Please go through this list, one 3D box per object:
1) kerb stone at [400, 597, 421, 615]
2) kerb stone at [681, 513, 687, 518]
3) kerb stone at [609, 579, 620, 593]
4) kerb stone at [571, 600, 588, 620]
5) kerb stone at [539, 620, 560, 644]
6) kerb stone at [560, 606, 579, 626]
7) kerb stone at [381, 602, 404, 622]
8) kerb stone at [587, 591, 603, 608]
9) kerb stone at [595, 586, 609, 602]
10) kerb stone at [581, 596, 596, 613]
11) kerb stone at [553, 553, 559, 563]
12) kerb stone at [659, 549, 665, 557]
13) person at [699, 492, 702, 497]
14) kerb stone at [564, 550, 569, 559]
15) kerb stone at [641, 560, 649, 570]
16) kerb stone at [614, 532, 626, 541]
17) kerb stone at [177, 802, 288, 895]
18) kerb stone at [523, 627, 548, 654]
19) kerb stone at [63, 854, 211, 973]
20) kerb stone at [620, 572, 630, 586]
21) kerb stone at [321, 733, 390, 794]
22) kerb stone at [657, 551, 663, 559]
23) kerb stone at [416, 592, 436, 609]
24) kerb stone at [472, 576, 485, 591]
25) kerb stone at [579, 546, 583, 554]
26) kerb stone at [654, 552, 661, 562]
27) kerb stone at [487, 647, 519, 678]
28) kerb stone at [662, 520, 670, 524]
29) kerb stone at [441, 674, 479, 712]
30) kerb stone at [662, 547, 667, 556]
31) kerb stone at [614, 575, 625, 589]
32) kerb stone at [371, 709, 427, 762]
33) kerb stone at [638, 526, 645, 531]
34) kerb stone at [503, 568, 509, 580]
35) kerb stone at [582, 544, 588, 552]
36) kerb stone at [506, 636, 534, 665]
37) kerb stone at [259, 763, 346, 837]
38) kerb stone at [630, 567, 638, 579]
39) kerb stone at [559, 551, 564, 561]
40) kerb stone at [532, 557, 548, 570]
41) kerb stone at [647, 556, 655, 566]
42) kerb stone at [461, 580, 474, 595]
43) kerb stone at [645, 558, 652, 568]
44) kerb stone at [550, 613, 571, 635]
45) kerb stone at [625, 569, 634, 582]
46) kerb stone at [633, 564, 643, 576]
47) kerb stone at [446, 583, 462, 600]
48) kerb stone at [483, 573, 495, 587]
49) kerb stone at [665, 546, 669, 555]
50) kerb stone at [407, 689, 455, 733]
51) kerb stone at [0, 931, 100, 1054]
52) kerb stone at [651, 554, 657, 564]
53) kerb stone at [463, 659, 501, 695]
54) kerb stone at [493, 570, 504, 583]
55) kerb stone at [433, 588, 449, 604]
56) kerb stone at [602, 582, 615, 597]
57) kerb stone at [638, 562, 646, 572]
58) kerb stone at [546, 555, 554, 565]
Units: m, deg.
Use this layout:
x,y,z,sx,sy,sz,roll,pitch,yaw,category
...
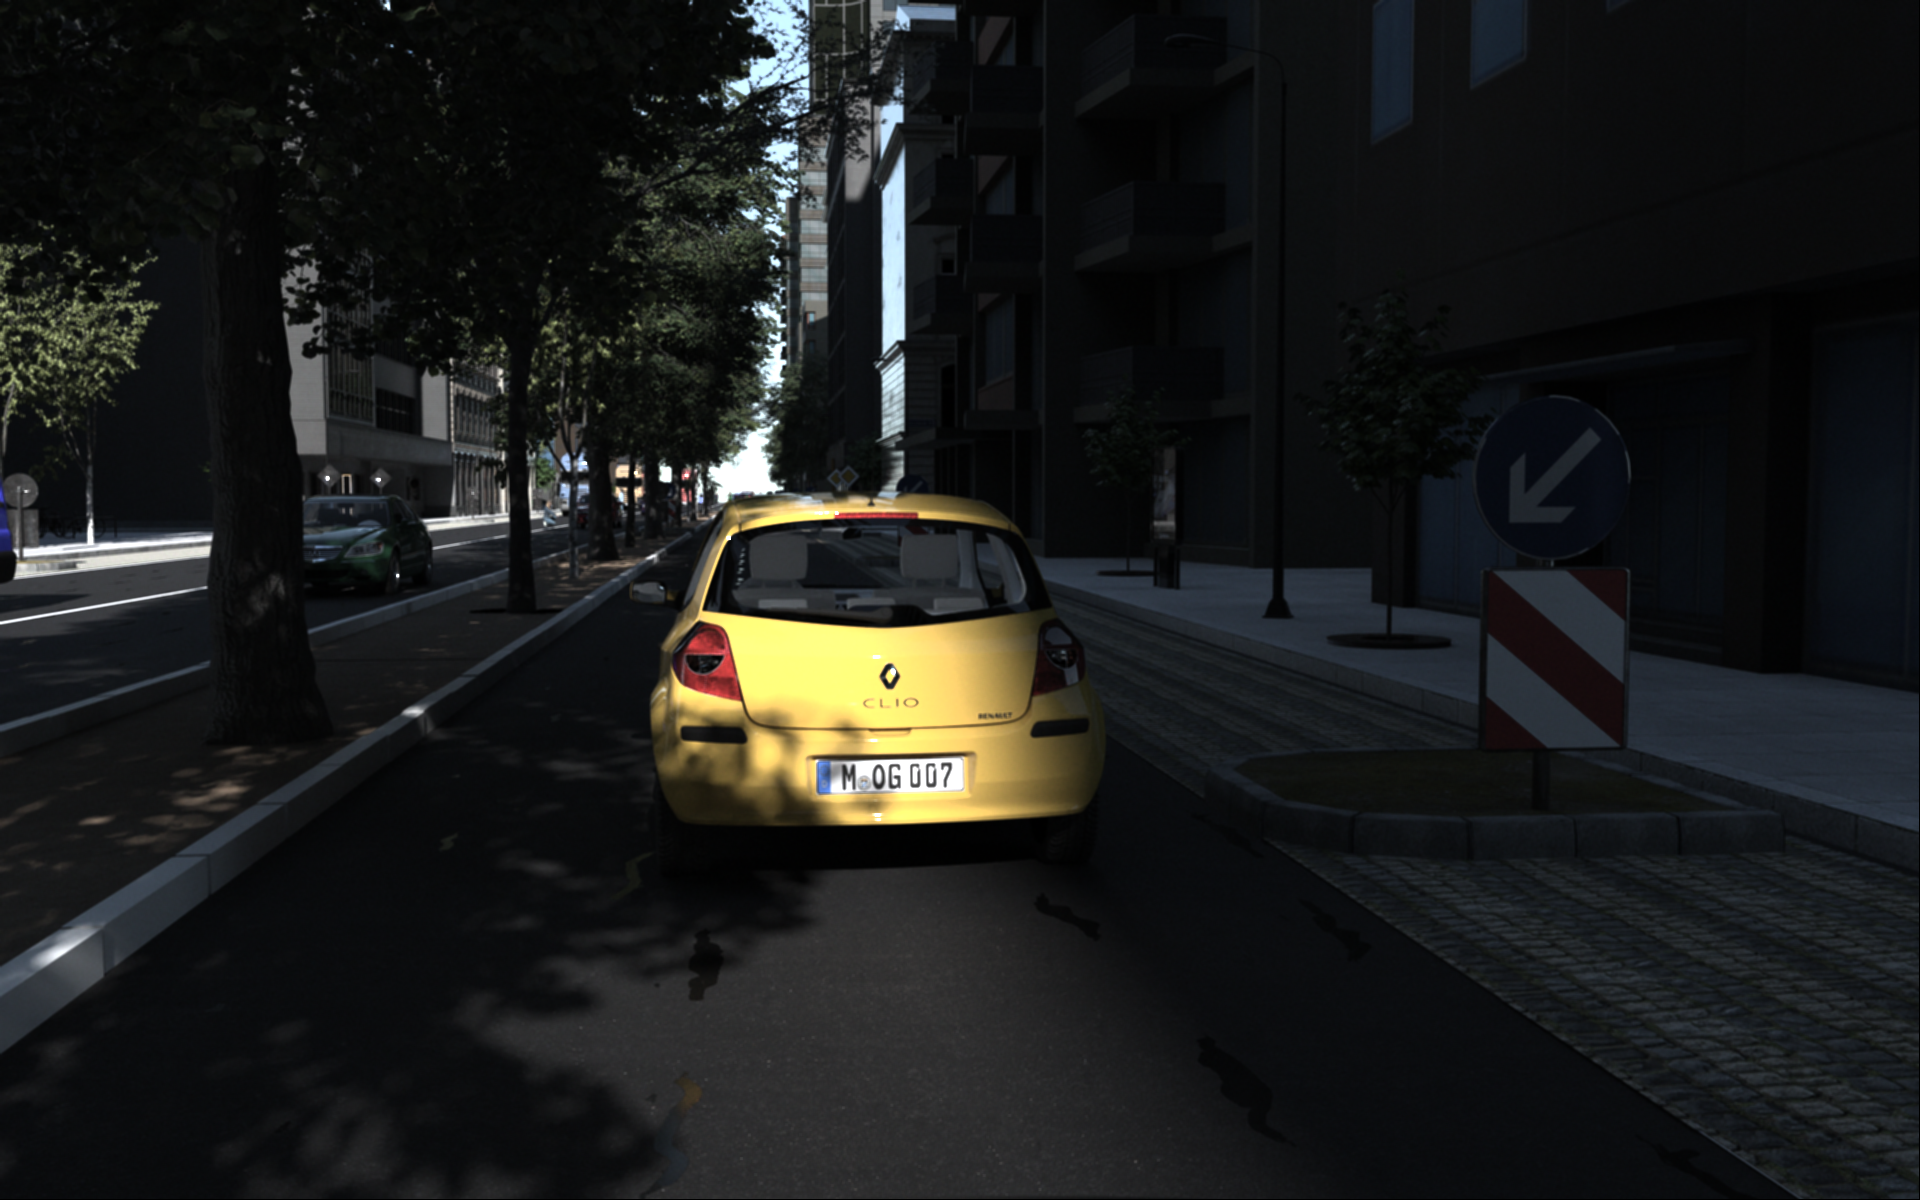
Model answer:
x,y,z,sx,sy,sz,roll,pitch,yaw,category
-6.618,0.094,20.664,0.120,0.150,1.000,0,4,-7,kerb stone
-17.638,-5.413,110.790,0.120,0.150,1.000,0,4,-7,kerb stone
-5.040,-0.172,25.014,0.120,0.150,1.000,0,4,-7,kerb stone
-4.414,0.139,19.916,0.120,0.150,1.000,0,4,-7,kerb stone
-4.035,0.328,16.873,0.120,0.150,1.000,0,4,-7,kerb stone
-4.293,0.205,18.901,0.120,0.150,1.000,0,4,-7,kerb stone
-6.496,0.156,19.646,0.120,0.150,1.000,0,4,-7,kerb stone
-4.660,0.015,21.951,0.120,0.150,1.000,0,4,-7,kerb stone
-4.791,-0.047,22.965,0.120,0.150,1.000,0,4,-7,kerb stone
-4.538,0.083,20.936,0.120,0.150,1.000,0,4,-7,kerb stone
-8.482,-0.841,35.947,0.120,0.150,1.000,0,4,-7,kerb stone
-6.654,-0.979,38.245,0.120,0.150,1.000,0,4,-7,kerb stone
-40.482,-15.938,269.602,0.721,1.766,1.217,0,4,-5,person
-8.734,-0.961,37.981,0.120,0.150,1.000,0,4,-7,kerb stone
-5.912,-0.608,32.152,0.120,0.150,1.000,0,4,-7,kerb stone
-10.855,-2.021,55.293,0.120,0.150,1.000,0,4,-7,kerb stone
-2.797,0.952,6.678,0.120,0.150,1.000,0,4,-7,kerb stone
-3.917,0.388,15.848,0.120,0.150,1.000,0,4,-7,kerb stone
-2.673,1.016,5.655,0.120,0.150,1.000,0,4,-7,kerb stone
-5.289,-0.297,27.059,0.120,0.150,1.000,0,4,-7,kerb stone
-3.049,0.825,8.717,0.120,0.150,1.000,0,4,-7,kerb stone
-6.526,-0.915,37.230,0.120,0.150,1.000,0,4,-7,kerb stone
-6.749,0.032,21.679,0.120,0.150,1.000,0,4,-7,kerb stone
-7.241,-0.216,25.752,0.120,0.150,1.000,0,4,-7,kerb stone
-9.114,-1.152,41.046,0.120,0.150,1.000,0,4,-7,kerb stone
-6.402,-0.857,36.215,0.120,0.150,1.000,0,4,-7,kerb stone
-3.669,0.513,13.813,0.120,0.150,1.000,0,4,-7,kerb stone
-14.655,-3.920,86.377,0.120,0.150,1.000,0,4,-7,kerb stone
-3.421,0.649,11.763,0.120,0.150,1.000,0,4,-7,kerb stone
-6.779,-1.044,39.264,0.120,0.150,1.000,0,4,-7,kerb stone
-5.165,-0.235,26.038,0.120,0.150,1.000,0,4,-7,kerb stone
-3.164,0.767,9.733,0.120,0.150,1.000,0,4,-7,kerb stone
-12.286,-2.733,67.020,0.120,0.150,1.000,0,4,-7,kerb stone
-7.614,-0.404,28.807,0.120,0.150,1.000,0,4,-7,kerb stone
-9.360,-1.277,43.076,0.120,0.150,1.000,0,4,-7,kerb stone
-3.794,0.450,14.833,0.120,0.150,1.000,0,4,-7,kerb stone
-2.921,0.887,7.701,0.120,0.150,1.000,0,4,-7,kerb stone
-5.543,-0.421,29.100,0.120,0.150,1.000,0,4,-7,kerb stone
-8.611,-0.903,36.966,0.120,0.150,1.000,0,4,-7,kerb stone
-8.235,-0.713,33.900,0.120,0.150,1.000,0,4,-7,kerb stone
-6.154,-0.727,34.186,0.120,0.150,1.000,0,4,-7,kerb stone
-7.122,-0.155,24.723,0.120,0.150,1.000,0,4,-7,kerb stone
-6.038,-0.671,33.170,0.120,0.150,1.000,0,4,-7,kerb stone
-4.158,0.266,17.888,0.120,0.150,1.000,0,4,-7,kerb stone
-5.419,-0.360,28.081,0.120,0.150,1.000,0,4,-7,kerb stone
-5.656,-0.483,30.116,0.120,0.150,1.000,0,4,-7,kerb stone
-6.991,-0.093,23.709,0.120,0.150,1.000,0,4,-7,kerb stone
-7.364,-0.278,26.767,0.120,0.150,1.000,0,4,-7,kerb stone
-6.906,-1.107,40.292,0.120,0.150,1.000,0,4,-7,kerb stone
-3.296,0.701,10.747,0.120,0.150,1.000,0,4,-7,kerb stone
-2.541,1.078,4.635,0.120,0.150,1.000,0,4,-7,kerb stone
-6.288,-0.795,35.200,0.120,0.150,1.000,0,4,-7,kerb stone
-3.539,0.575,12.787,0.120,0.150,1.000,0,4,-7,kerb stone
-7.482,-0.342,27.787,0.120,0.150,1.000,0,4,-7,kerb stone
-6.872,-0.027,22.694,0.120,0.150,1.000,0,4,-7,kerb stone
-4.921,-0.110,23.996,0.120,0.150,1.000,0,4,-7,kerb stone
-5.784,-0.546,31.130,0.120,0.150,1.000,0,4,-7,kerb stone
-8.363,-0.774,34.925,0.120,0.150,1.000,0,4,-7,kerb stone
